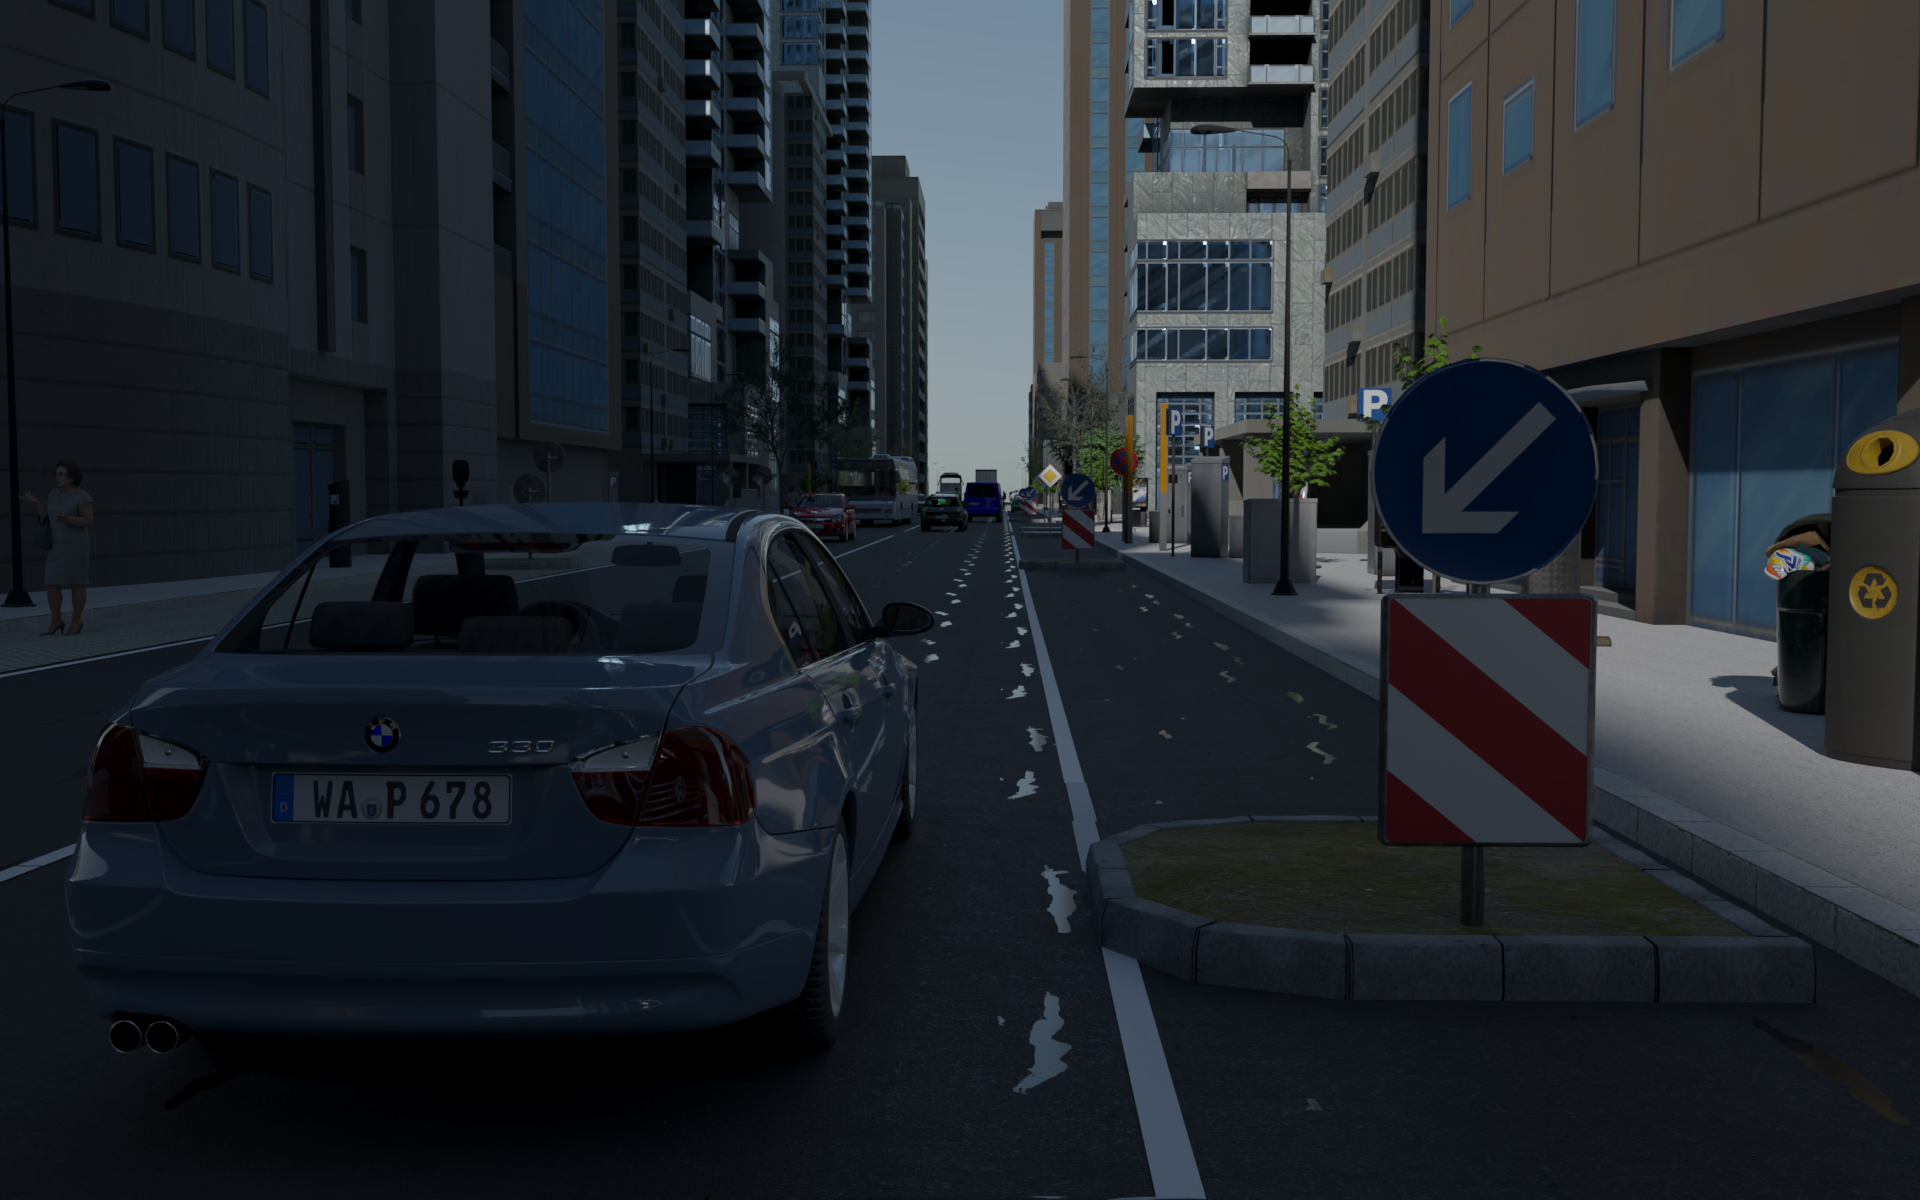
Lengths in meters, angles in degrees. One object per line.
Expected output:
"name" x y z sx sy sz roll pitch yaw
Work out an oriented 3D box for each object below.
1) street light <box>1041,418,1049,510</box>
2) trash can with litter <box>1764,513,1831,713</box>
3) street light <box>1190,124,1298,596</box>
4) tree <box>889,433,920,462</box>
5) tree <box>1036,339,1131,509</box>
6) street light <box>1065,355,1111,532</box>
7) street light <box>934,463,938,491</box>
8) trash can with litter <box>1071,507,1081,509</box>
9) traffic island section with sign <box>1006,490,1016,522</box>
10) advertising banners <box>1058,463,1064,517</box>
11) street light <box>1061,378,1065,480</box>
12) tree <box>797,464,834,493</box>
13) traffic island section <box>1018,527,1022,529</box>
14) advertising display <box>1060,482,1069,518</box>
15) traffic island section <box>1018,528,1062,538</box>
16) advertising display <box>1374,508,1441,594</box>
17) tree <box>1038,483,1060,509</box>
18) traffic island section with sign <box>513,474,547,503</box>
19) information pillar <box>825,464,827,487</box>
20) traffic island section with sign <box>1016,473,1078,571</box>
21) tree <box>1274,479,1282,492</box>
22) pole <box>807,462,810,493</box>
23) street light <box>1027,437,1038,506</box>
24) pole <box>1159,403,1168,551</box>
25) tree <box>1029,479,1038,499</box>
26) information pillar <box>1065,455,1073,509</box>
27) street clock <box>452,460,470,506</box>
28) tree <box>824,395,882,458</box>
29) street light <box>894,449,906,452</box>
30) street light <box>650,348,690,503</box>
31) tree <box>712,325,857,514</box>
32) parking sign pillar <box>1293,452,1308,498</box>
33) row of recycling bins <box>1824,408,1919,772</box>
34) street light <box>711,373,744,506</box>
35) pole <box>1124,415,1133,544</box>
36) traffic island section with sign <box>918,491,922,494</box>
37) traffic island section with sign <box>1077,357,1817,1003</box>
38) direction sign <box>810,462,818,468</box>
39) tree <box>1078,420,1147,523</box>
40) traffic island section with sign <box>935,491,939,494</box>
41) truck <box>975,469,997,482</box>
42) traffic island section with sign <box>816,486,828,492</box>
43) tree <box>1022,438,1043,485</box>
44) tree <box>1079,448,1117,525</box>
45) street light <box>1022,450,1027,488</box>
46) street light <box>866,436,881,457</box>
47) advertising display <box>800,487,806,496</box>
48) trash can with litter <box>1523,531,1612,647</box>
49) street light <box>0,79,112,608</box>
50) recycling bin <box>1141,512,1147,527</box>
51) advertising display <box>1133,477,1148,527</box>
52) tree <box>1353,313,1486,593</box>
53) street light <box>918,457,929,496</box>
"street light" 5.725 -8.117 105.247 1.470 5.913 1.316 0 4 1
"trash can with litter" 5.091 0.059 10.428 0.624 1.170 1.055 1 4 15
"street light" 3.589 -3.018 21.889 1.470 5.913 1.316 0 4 1
"tree" -6.659 -15.389 201.971 4.360 8.622 3.978 0 3 0
"tree" 6.015 -8.063 82.192 4.360 8.622 3.978 0 3 0
"street light" 4.365 -5.223 57.932 1.470 5.913 1.316 0 4 1
"street light" -4.202 -17.696 261.864 1.470 5.913 1.316 0 4 1
"trash can with litter" 5.806 -4.783 89.593 0.624 1.170 1.055 -3 4 -36
"traffic island section with sign" 3.470 -4.888 88.554 1.989 1.847 2.006 0 4 1
"advertising banners" 5.676 -6.170 97.072 0.090 3.025 2.074 1 4 11
"street light" 4.717 -5.921 69.357 1.470 5.913 1.316 0 4 1
"tree" -9.125 -7.083 110.407 1.663 3.219 1.824 0 3 0
"traffic island section" 3.245 -2.689 66.254 2.009 0.180 2.903 0 4 1
"advertising display" 5.654 -5.410 93.672 0.123 1.923 0.974 -1 4 -23
"traffic island section" 3.051 -2.201 58.271 2.009 0.180 2.903 0 4 1
"advertising display" 5.805 -1.046 22.324 0.974 1.923 0.123 -1 4 -16
"tree" 8.215 -9.835 155.397 1.663 3.219 1.824 0 3 0
"traffic island section with sign" -8.404 -1.519 33.460 1.989 1.847 2.006 0 4 1
"information pillar" -10.361 -8.731 134.098 0.183 3.616 0.504 -1 4 -8
"traffic island section with sign" 2.128 -1.509 33.296 1.989 1.847 2.006 0 4 1
"tree" 16.378 -6.148 84.232 4.285 4.588 4.351 0 3 0
"pole" -9.760 -7.214 111.792 0.158 3.312 0.155 0 3 0
"street light" 6.566 -10.587 145.642 1.470 5.913 1.316 0 4 1
"pole" 4.584 -2.764 39.036 0.158 3.312 0.155 0 3 0
"tree" 8.503 -12.067 191.894 1.663 3.219 1.824 0 3 0
"information pillar" 6.385 -6.732 101.429 0.504 3.616 0.183 1 4 20
"street clock" -10.573 -1.967 36.725 0.358 2.002 0.471 -2 4 -34
"tree" -8.190 -10.973 129.776 4.737 8.622 4.395 0 3 0
"street light" -6.292 -12.634 179.100 1.470 5.913 1.316 0 4 1
"street light" -9.286 -5.057 55.223 1.470 5.913 1.316 0 4 1
"tree" -9.695 -9.807 94.765 8.767 10.594 7.601 0 4 4
"parking sign pillar" 13.161 -4.727 65.764 1.447 3.967 1.447 -1 4 -19
"row of recycling bins" 4.581 0.009 6.966 1.069 1.692 3.534 0 4 5
"street light" -8.951 -5.735 66.311 1.470 5.913 1.316 0 4 1
"pole" 4.374 -3.121 44.870 0.158 3.312 0.155 0 3 0
"traffic island section with sign" -4.506 -11.279 193.032 1.989 1.847 2.006 0 4 1
"traffic island section with sign" 1.444 0.171 5.840 1.989 1.847 2.006 0 4 1
"direction sign" -10.418 -8.013 123.004 0.876 3.537 0.379 3 4 39
"tree" 6.702 -5.693 76.797 4.285 4.588 4.351 0 3 0
"traffic island section with sign" -2.496 -16.350 275.944 1.989 1.847 2.006 0 4 1
"truck" 3.072 -12.984 201.205 2.839 4.237 11.283 0 4 1
"traffic island section with sign" -7.058 -4.912 88.945 1.989 1.847 2.006 0 4 1
"tree" 9.858 -16.758 224.355 4.737 8.622 4.395 0 3 0
"tree" 5.842 -4.788 72.887 1.663 3.219 1.824 0 3 0
"street light" 7.525 -12.769 181.315 1.470 5.913 1.316 0 4 1
"street light" -7.172 -10.416 142.848 1.470 5.913 1.316 0 4 1
"advertising display" -11.133 -7.339 125.214 0.974 1.923 0.123 2 4 24
"trash can with litter" 4.602 -0.219 14.638 2.233 1.210 1.678 -1 4 -17
"street light" -10.194 -2.875 19.549 1.470 5.913 1.316 0 4 1
"recycling bin" 6.950 -3.423 68.520 0.722 1.027 0.722 2 4 29
"advertising display" 6.837 -3.787 67.139 0.974 1.923 0.123 2 4 33
"tree" 5.148 -1.469 18.618 1.663 3.219 1.824 0 3 0
"street light" -5.193 -15.503 226.015 1.470 5.913 1.316 0 4 1
